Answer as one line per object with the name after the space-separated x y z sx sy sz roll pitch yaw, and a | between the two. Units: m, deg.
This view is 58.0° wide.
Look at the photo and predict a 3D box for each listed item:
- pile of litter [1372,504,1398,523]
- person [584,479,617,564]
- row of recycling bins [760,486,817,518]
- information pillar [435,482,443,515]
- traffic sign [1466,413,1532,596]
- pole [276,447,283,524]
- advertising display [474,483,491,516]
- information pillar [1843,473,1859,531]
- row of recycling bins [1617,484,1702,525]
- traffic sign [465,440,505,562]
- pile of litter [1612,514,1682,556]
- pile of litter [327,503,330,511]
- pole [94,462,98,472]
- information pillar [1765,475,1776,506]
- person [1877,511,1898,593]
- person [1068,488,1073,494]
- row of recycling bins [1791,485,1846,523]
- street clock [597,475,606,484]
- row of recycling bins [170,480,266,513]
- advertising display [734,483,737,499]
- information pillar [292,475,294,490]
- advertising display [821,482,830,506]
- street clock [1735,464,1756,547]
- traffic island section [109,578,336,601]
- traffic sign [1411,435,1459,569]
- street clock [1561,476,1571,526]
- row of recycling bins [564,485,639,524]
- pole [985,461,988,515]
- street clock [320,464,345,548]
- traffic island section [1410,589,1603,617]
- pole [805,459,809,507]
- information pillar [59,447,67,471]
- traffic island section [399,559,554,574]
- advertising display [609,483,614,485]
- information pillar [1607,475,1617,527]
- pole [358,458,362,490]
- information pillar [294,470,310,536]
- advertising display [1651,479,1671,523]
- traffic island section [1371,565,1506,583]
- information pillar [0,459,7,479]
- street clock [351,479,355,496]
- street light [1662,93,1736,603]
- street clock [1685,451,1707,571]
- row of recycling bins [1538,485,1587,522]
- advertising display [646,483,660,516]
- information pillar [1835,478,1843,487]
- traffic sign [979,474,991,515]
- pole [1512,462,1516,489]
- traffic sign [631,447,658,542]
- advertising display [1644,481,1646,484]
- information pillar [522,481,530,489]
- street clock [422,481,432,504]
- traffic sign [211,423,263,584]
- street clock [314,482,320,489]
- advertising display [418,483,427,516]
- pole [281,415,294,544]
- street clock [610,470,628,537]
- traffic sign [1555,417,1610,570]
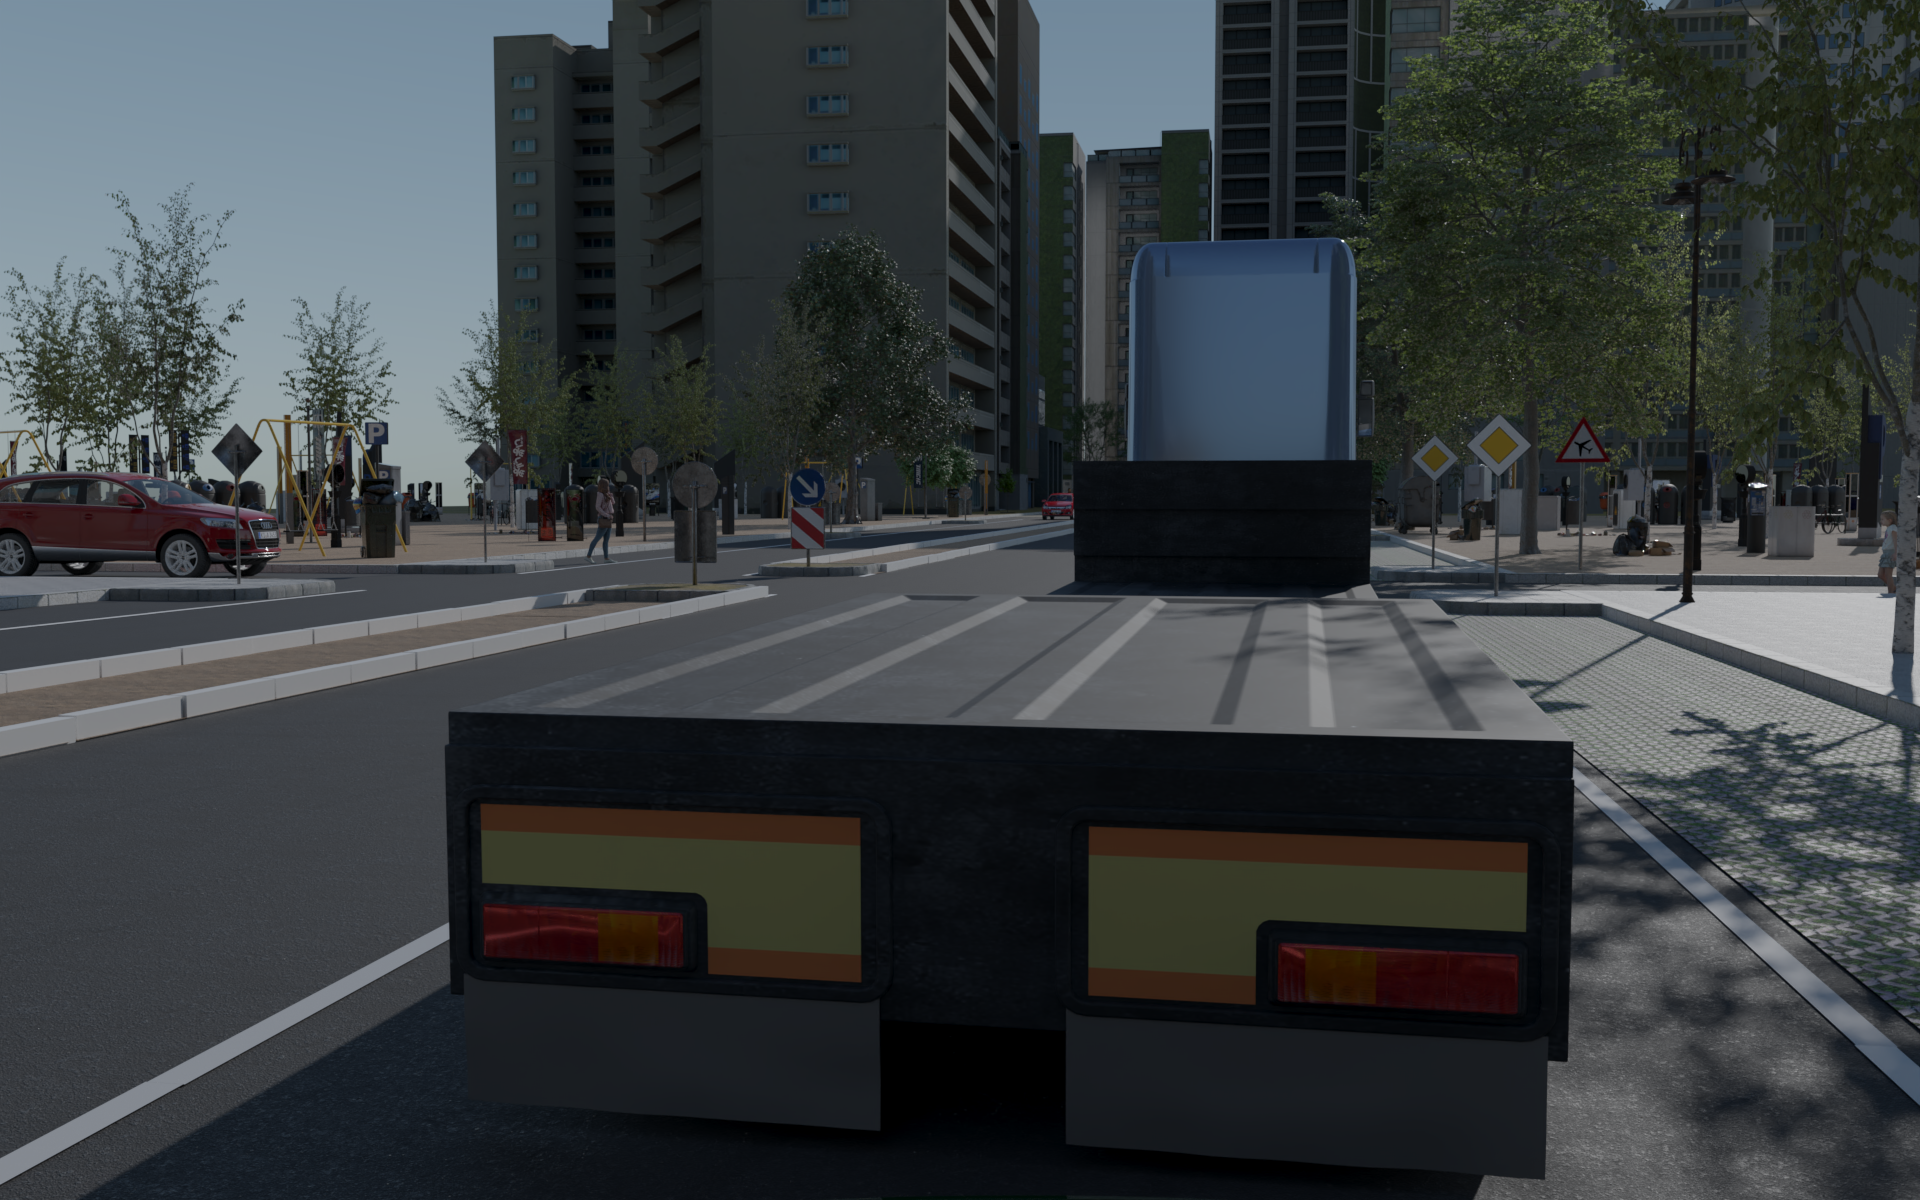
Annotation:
19.237 -3.954 78.613 1.719 0.858 1.176 -2 4 -32 | pile of litter
-7.424 -1.631 35.751 0.643 1.750 0.593 0 4 -3 | person
-9.105 -5.233 92.672 3.534 1.692 1.069 -3 5 -43 | row of recycling bins
-32.435 -6.319 107.807 0.304 2.012 0.304 2 4 28 | information pillar
6.722 -1.102 21.665 0.795 2.450 0.064 1 4 10 | traffic sign
-29.159 -4.919 74.264 0.158 3.312 0.155 0 3 0 | pole
-27.364 -5.754 99.294 0.974 1.923 0.123 -3 4 -36 | advertising display
31.103 -3.421 60.424 0.304 2.012 0.304 0 4 -2 | information pillar
29.290 -4.023 72.888 3.534 1.692 1.069 1 4 21 | row of recycling bins
-8.909 -1.764 32.477 0.795 2.450 0.064 1 4 10 | traffic sign
14.457 -1.370 36.369 1.719 0.858 1.176 -1 4 -15 | pile of litter
-36.519 -5.315 100.860 1.719 0.858 1.176 -2 4 -30 | pile of litter
-54.169 -7.020 108.623 0.158 3.312 0.155 0 3 0 | pole
30.717 -3.744 65.703 0.304 2.012 0.304 3 5 44 | information pillar
12.409 -0.579 22.986 0.382 1.210 0.505 1 4 14 | person
7.319 -6.563 115.770 1.348 1.831 0.705 0 4 -6 | person
39.167 -4.359 78.379 3.534 1.692 1.069 -1 4 -20 | row of recycling bins
-13.853 -3.820 67.032 0.358 2.002 0.471 -2 4 -28 | street clock
-22.452 -2.748 52.044 1.069 1.692 3.534 2 4 27 | row of recycling bins
-13.067 -5.730 98.907 0.123 1.923 0.974 2 4 30 | advertising display
-25.129 -3.707 65.094 0.304 2.012 0.304 2 4 33 | information pillar
-7.427 -5.570 96.290 0.123 1.923 0.974 -3 4 -36 | advertising display
19.135 -2.304 42.237 0.358 2.002 0.471 -1 4 -15 | street clock
-10.293 -0.146 24.674 2.009 0.180 2.903 1 4 10 | traffic island section
8.081 -1.584 29.534 0.795 2.450 0.064 1 4 10 | traffic sign
24.587 -4.020 70.301 0.358 2.002 0.471 3 5 40 | street clock
-15.680 -4.211 75.969 3.534 1.692 1.069 -3 5 -42 | row of recycling bins
1.598 -6.817 105.305 0.158 3.312 0.155 0 3 0 | pole
-14.973 -2.260 41.521 0.358 2.002 0.471 1 4 15 | street clock
6.746 0.033 21.738 2.009 0.180 2.903 1 4 10 | traffic island section
-7.748 -5.745 87.769 0.158 3.312 0.155 0 3 0 | pole
-44.757 -5.820 86.507 0.183 3.616 0.504 1 4 12 | information pillar
-8.934 -0.628 32.543 2.009 0.180 2.903 1 4 10 | traffic island section
-19.234 -5.605 96.857 0.974 1.923 0.123 -3 4 -38 | advertising display
25.351 -3.843 67.320 0.304 2.012 0.304 2 4 26 | information pillar
-33.904 -6.367 97.935 0.158 3.312 0.155 0 3 0 | pole
-20.248 -2.993 53.426 0.304 2.012 0.304 -1 4 -12 | information pillar
30.840 -4.348 76.299 0.974 1.923 0.123 -1 4 -17 | advertising display
8.105 -0.448 29.607 2.009 0.180 2.903 1 4 10 | traffic island section
-63.847 -7.604 115.688 0.183 3.616 0.504 2 4 24 | information pillar
-26.404 -4.301 74.898 0.358 2.002 0.471 2 4 32 | street clock
8.618 -2.909 20.348 0.468 5.910 1.993 1 4 10 | street light
12.347 -1.498 29.061 0.358 2.002 0.471 1 4 11 | street clock
27.956 -4.545 81.425 1.069 1.692 3.534 -2 4 -31 | row of recycling bins
-18.061 -5.894 101.573 0.974 1.923 0.123 -3 4 -39 | advertising display
40.820 -4.642 80.385 0.304 2.012 0.304 0 4 0 | information pillar
1.524 -6.559 107.347 0.768 2.556 0.104 1 4 17 | traffic sign
26.936 -5.529 84.244 0.158 3.312 0.155 0 3 0 | pole
-8.525 -2.853 46.754 0.768 2.556 0.104 1 4 11 | traffic sign
33.152 -4.771 83.219 0.123 1.923 0.974 -1 4 -15 | advertising display
-22.661 -5.263 90.534 0.304 2.012 0.304 1 4 20 | information pillar
-28.788 -5.449 93.668 0.471 2.002 0.358 0 4 1 | street clock
-10.268 -1.282 24.608 0.795 2.450 0.064 1 4 10 | traffic sign
-34.036 -5.337 91.827 0.471 2.002 0.358 1 4 10 | street clock
-30.861 -5.771 99.563 0.123 1.923 0.974 0 4 8 | advertising display
-17.267 -3.101 44.543 0.158 3.312 0.155 0 3 0 | pole
-10.243 -2.906 52.090 0.471 2.002 0.358 -3 5 -41 | street clock
10.505 -1.790 29.266 0.884 2.594 0.081 1 4 12 | traffic sign
